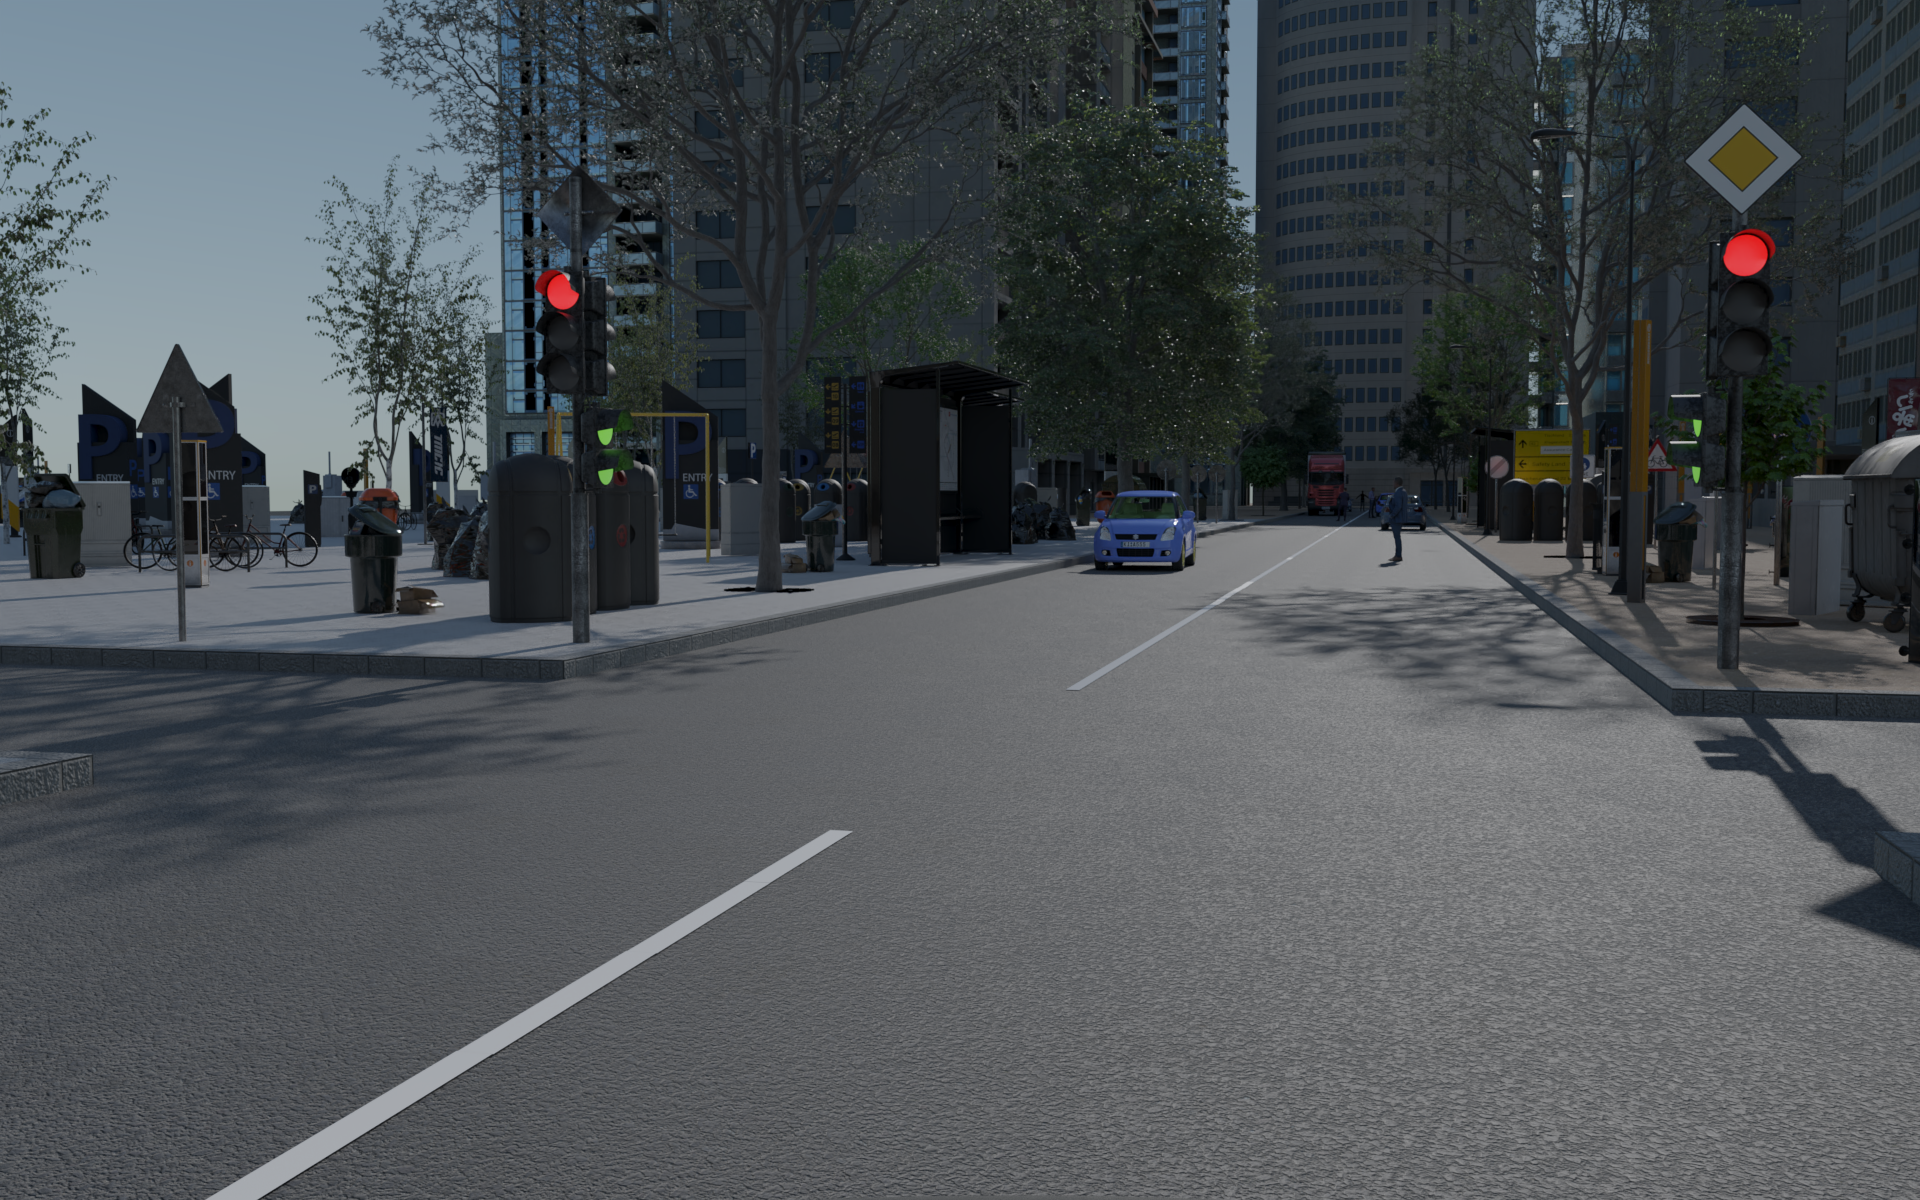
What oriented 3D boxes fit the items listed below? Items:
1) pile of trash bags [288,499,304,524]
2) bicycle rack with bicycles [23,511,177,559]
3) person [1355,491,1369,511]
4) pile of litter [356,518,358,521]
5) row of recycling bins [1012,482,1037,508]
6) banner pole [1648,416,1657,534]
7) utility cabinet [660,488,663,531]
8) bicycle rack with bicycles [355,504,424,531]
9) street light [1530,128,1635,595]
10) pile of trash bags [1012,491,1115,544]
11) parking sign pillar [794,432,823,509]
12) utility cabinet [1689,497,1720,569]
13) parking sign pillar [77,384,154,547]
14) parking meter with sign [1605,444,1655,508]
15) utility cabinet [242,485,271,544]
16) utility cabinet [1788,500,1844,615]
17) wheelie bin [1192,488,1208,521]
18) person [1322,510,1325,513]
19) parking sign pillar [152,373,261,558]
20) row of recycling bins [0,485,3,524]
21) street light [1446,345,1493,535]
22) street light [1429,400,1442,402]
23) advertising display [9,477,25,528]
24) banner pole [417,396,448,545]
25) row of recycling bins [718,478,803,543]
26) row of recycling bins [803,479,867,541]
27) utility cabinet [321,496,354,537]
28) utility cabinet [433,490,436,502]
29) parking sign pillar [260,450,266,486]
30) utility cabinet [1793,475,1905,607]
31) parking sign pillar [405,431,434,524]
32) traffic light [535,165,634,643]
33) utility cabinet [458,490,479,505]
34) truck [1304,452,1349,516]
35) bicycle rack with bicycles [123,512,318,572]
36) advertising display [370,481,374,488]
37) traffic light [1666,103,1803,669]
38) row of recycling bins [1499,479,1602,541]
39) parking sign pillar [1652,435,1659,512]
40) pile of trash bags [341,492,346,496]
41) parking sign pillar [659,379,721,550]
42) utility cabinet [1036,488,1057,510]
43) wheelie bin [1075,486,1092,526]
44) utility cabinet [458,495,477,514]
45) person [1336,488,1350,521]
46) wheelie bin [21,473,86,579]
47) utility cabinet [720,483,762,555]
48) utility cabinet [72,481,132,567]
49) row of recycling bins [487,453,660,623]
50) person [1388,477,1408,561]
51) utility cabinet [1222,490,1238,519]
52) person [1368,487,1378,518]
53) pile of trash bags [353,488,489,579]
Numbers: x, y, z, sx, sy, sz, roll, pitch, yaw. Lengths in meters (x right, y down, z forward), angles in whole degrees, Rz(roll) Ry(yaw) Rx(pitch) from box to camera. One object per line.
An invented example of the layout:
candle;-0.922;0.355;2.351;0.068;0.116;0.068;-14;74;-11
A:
pile of trash bags;-27.864;-4.068;76.260;1.912;1.369;3.447;1;4;16
bicycle rack with bicycles;-18.332;-1.439;36.906;2.852;0.926;2.925;0;4;7
person;33.335;-8.199;143.374;1.217;1.723;0.721;1;4;21
pile of litter;-19.468;-2.578;56.111;1.176;0.858;1.719;1;4;16
row of recycling bins;0.812;-3.092;57.669;3.534;1.692;1.069;0;4;0
banner pole;21.979;-3.980;55.097;0.401;3.779;0.863;3;5;44
utility cabinet;-9.930;-3.086;59.134;0.318;1.500;1.173;0;4;8
bicycle rack with bicycles;-20.228;-2.958;61.737;2.925;0.926;2.852;3;5;44
street light;7.933;-3.028;22.057;1.470;5.913;1.316;1;4;14
pile of trash bags;2.698;-2.363;48.385;3.447;1.369;1.912;-1;4;-13
parking sign pillar;-6.557;-5.295;75.045;1.447;3.967;1.447;3;4;37
utility cabinet;12.815;-1.147;29.912;0.306;1.237;1.020;2;4;33
parking sign pillar;-20.789;-3.289;42.246;1.447;3.967;1.447;0;4;5
parking meter with sign;23.391;-3.925;60.436;1.738;3.016;0.543;-1;4;-17
utility cabinet;-18.165;-2.163;44.045;0.318;1.500;1.173;3;5;40
utility cabinet;9.254;-0.464;18.742;0.306;1.237;1.020;3;5;40
wheelie bin;11.616;-4.648;83.906;0.693;1.594;0.980;0;4;-2
person;27.293;-7.432;130.021;0.705;1.824;1.348;1;4;22
parking sign pillar;-15.431;-2.873;35.453;1.447;3.967;1.447;3;5;44
row of recycling bins;-41.904;-4.096;74.089;1.069;1.692;3.534;1;4;10
street light;15.917;-4.978;53.934;1.470;5.913;1.316;1;4;14
street light;23.848;-6.912;85.549;1.470;5.913;1.316;1;4;14
advertising display;-35.939;-3.729;66.180;0.974;1.923;0.123;0;4;-2
banner pole;-13.331;-3.290;43.805;0.863;3.779;0.401;-3;5;-40
row of recycling bins;-5.974;-2.312;44.916;3.534;1.692;1.069;-2;4;-29
row of recycling bins;-3.245;-2.463;47.391;3.534;1.692;1.069;1;4;20
utility cabinet;-18.600;-2.472;51.584;1.020;1.237;0.306;-1;4;-21
utility cabinet;-25.388;-4.593;83.782;1.173;1.500;0.318;-3;5;-44
parking sign pillar;-32.145;-5.506;78.496;1.447;3.967;1.447;1;4;11
utility cabinet;10.181;-0.683;19.840;0.318;1.500;1.173;-3;5;-42
parking sign pillar;-23.218;-5.272;74.667;1.447;3.967;1.447;1;4;11
traffic light;-3.256;-1.586;14.846;0.839;4.253;0.868;1;4;14
utility cabinet;-25.438;-4.932;89.309;1.173;1.500;0.318;-1;4;-15
truck;24.794;-7.841;117.115;2.839;4.237;11.283;1;4;12
bicycle rack with bicycles;-12.741;-0.977;29.360;2.925;0.926;2.852;0;4;-1
advertising display;-28.524;-4.824;84.088;0.123;1.923;0.974;-1;4;-22
traffic light;5.633;-1.450;12.633;0.839;4.253;0.868;1;4;14
row of recycling bins;16.709;-2.489;47.809;3.534;1.692;1.069;0;4;-3
parking sign pillar;31.396;-5.566;79.470;1.447;3.967;1.447;-1;4;-23
pile of trash bags;-8.823;-1.248;30.159;3.447;1.369;1.912;1;4;8
parking sign pillar;-6.322;-3.191;40.644;1.447;3.967;1.447;0;4;-7
utility cabinet;2.681;-3.081;59.057;1.173;1.500;0.318;-1;4;-12
wheelie bin;4.973;-3.781;69.721;0.693;1.594;0.980;0;4;2
utility cabinet;-23.527;-4.358;82.422;1.020;1.237;0.306;-1;4;-9
person;20.212;-5.048;91.478;0.683;1.767;0.568;0;4;2
wheelie bin;-13.784;-1.128;26.359;0.980;1.594;0.693;1;4;17
utility cabinet;-4.474;-1.679;36.124;0.318;1.500;1.173;3;4;38
utility cabinet;-15.042;-1.308;30.068;1.173;1.500;0.318;-2;4;-25
row of recycling bins;-4.185;-0.719;18.862;1.069;1.692;3.534;1;4;9
person;9.380;-1.737;37.082;0.419;1.800;0.721;1;4;19
utility cabinet;13.604;-4.809;87.309;0.318;1.500;1.173;2;4;33
person;24.611;-5.785;102.959;0.599;1.838;0.709;3;4;37
pile of trash bags;-7.435;-1.028;26.563;3.447;1.369;1.912;-2;4;-25
